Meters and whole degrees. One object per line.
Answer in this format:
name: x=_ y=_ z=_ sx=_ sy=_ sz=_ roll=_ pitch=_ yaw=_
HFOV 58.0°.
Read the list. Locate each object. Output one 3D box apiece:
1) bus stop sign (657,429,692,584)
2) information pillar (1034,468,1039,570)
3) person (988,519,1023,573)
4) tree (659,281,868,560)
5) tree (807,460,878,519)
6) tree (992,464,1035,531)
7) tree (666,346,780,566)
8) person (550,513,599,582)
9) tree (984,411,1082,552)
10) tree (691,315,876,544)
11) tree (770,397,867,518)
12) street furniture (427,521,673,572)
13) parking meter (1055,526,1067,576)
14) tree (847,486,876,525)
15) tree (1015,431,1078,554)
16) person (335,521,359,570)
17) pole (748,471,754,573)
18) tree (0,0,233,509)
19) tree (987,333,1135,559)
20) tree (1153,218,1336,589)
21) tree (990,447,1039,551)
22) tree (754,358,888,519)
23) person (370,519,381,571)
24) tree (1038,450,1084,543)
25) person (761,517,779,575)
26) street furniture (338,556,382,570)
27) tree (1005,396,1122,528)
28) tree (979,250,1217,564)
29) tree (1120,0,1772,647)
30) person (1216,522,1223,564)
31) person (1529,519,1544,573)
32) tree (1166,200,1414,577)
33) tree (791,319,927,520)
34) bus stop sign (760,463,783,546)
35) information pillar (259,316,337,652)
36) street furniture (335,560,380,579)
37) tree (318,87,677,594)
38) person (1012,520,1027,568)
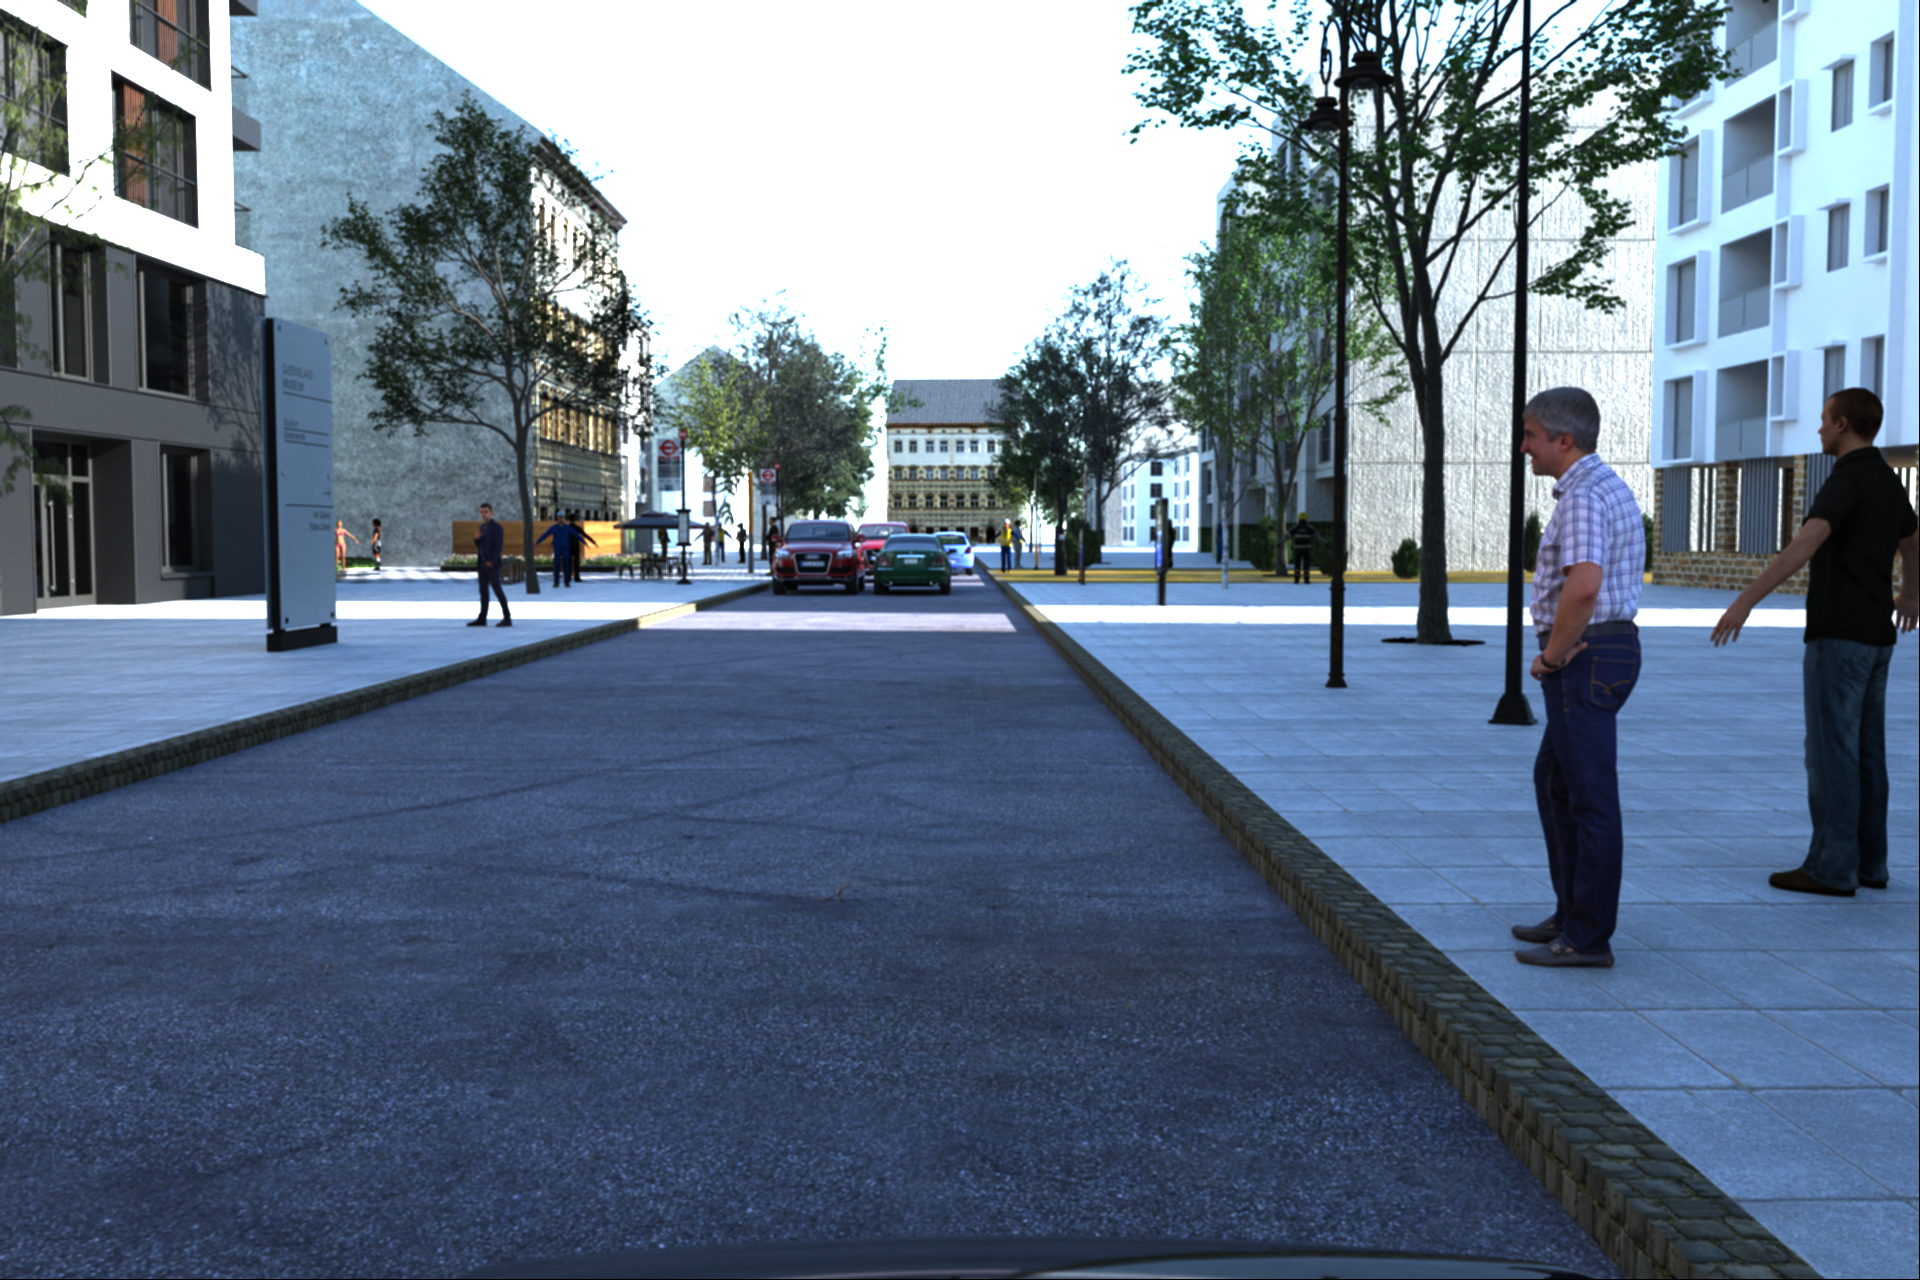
bus stop sign: x=-7.285 y=-3.397 z=44.250 sx=0.855 sy=3.939 sz=0.416 roll=0 pitch=4 yaw=-1
information pillar: x=2.731 y=-4.317 z=61.931 sx=0.183 sy=3.616 sz=0.504 roll=0 pitch=4 yaw=-1
person: x=1.505 y=-3.109 z=57.294 sx=1.216 sy=1.772 sz=0.721 roll=1 pitch=4 yaw=22
tree: x=-9.516 y=-10.640 z=84.341 sx=12.009 sy=13.543 sz=11.850 roll=0 pitch=3 yaw=0
tree: x=-10.242 y=-12.428 z=137.611 sx=8.767 sy=10.594 sz=7.601 roll=1 pitch=4 yaw=16
tree: x=5.083 y=-12.333 z=152.010 sx=4.360 sy=8.622 sz=3.978 roll=0 pitch=3 yaw=0
tree: x=-9.479 y=-7.253 z=68.945 sx=4.737 sy=8.622 sz=4.395 roll=0 pitch=3 yaw=0
person: x=-10.309 y=-2.461 z=46.166 sx=1.347 sy=1.837 sz=0.705 roll=1 pitch=4 yaw=9
tree: x=5.309 y=-11.482 z=122.135 sx=7.601 sy=10.594 sz=8.767 roll=-2 pitch=4 yaw=-26
tree: x=-10.212 y=-11.493 z=98.276 sx=12.009 sy=13.543 sz=11.850 roll=0 pitch=3 yaw=0
tree: x=-10.679 y=-12.433 z=129.042 sx=9.928 sy=11.665 sz=9.643 roll=0 pitch=3 yaw=0
street furniture: x=-14.006 y=-3.272 z=60.358 sx=11.010 sy=1.723 sz=9.812 roll=0 pitch=4 yaw=6
parking meter: x=3.108 y=-2.752 z=53.403 sx=0.372 sy=1.533 sz=0.369 roll=0 pitch=3 yaw=0
tree: x=-13.946 y=-17.868 z=242.497 sx=4.737 sy=8.622 sz=4.395 roll=0 pitch=3 yaw=0
tree: x=5.260 y=-9.738 z=109.576 sx=4.737 sy=8.622 sz=4.395 roll=0 pitch=3 yaw=0
person: x=-20.794 y=-3.135 z=58.067 sx=1.217 sy=1.733 sz=0.721 roll=-2 pitch=4 yaw=-24
pole: x=-6.827 y=-3.832 z=56.490 sx=0.158 sy=3.312 sz=0.155 roll=0 pitch=3 yaw=0
tree: x=-9.543 y=-3.977 z=15.380 sx=4.360 sy=8.622 sz=3.978 roll=0 pitch=3 yaw=0
tree: x=5.242 y=-9.959 z=88.591 sx=9.928 sy=11.665 sz=9.643 roll=0 pitch=3 yaw=0
tree: x=6.182 y=-5.518 z=40.581 sx=4.360 sy=8.622 sz=3.978 roll=0 pitch=3 yaw=0
tree: x=4.638 y=-11.150 z=132.664 sx=4.737 sy=8.622 sz=4.395 roll=0 pitch=3 yaw=0
tree: x=-9.678 y=-12.854 z=116.819 sx=9.857 sy=13.997 sz=8.962 roll=0 pitch=3 yaw=0
person: x=-20.538 y=-3.347 z=60.872 sx=0.704 sy=1.843 sz=1.345 roll=-1 pitch=4 yaw=-14
tree: x=15.012 y=-20.389 z=240.010 sx=9.857 sy=13.997 sz=8.962 roll=0 pitch=3 yaw=0
person: x=-5.853 y=-2.920 z=53.874 sx=0.704 sy=1.812 sz=1.346 roll=-2 pitch=4 yaw=-26
street furniture: x=-26.412 y=-2.861 z=62.396 sx=10.072 sy=0.657 sz=5.734 roll=0 pitch=4 yaw=2
tree: x=6.025 y=-10.017 z=98.186 sx=7.601 sy=10.594 sz=8.767 roll=-2 pitch=4 yaw=-34
tree: x=6.103 y=-10.036 z=74.459 sx=12.009 sy=13.543 sz=11.850 roll=0 pitch=3 yaw=0
tree: x=5.392 y=-5.765 z=20.013 sx=9.928 sy=11.665 sz=9.643 roll=0 pitch=3 yaw=0
person: x=11.121 y=-4.151 z=73.992 sx=0.704 sy=1.817 sz=1.347 roll=1 pitch=4 yaw=17
person: x=19.140 y=-3.162 z=57.556 sx=1.347 sy=1.847 sz=0.705 roll=-1 pitch=4 yaw=-16
tree: x=9.908 y=-7.745 z=52.386 sx=9.928 sy=11.665 sz=9.643 roll=0 pitch=3 yaw=0
tree: x=-8.699 y=-18.065 z=151.253 sx=12.611 sy=20.169 sz=13.585 roll=0 pitch=3 yaw=0
bus stop sign: x=-7.044 y=-4.659 z=64.870 sx=0.855 sy=3.939 sz=0.416 roll=0 pitch=4 yaw=-1
information pillar: x=-7.462 y=-1.729 z=19.580 sx=0.184 sy=3.620 sz=1.656 roll=0 pitch=4 yaw=0
street furniture: x=-21.307 y=-2.545 z=48.470 sx=11.010 sy=1.723 sz=9.812 roll=0 pitch=4 yaw=-3
tree: x=-9.531 y=-6.273 z=36.980 sx=7.601 sy=10.594 sz=8.767 roll=0 pitch=4 yaw=0
person: x=2.215 y=-3.629 z=65.517 sx=0.705 sy=1.806 sz=1.347 roll=1 pitch=4 yaw=22
